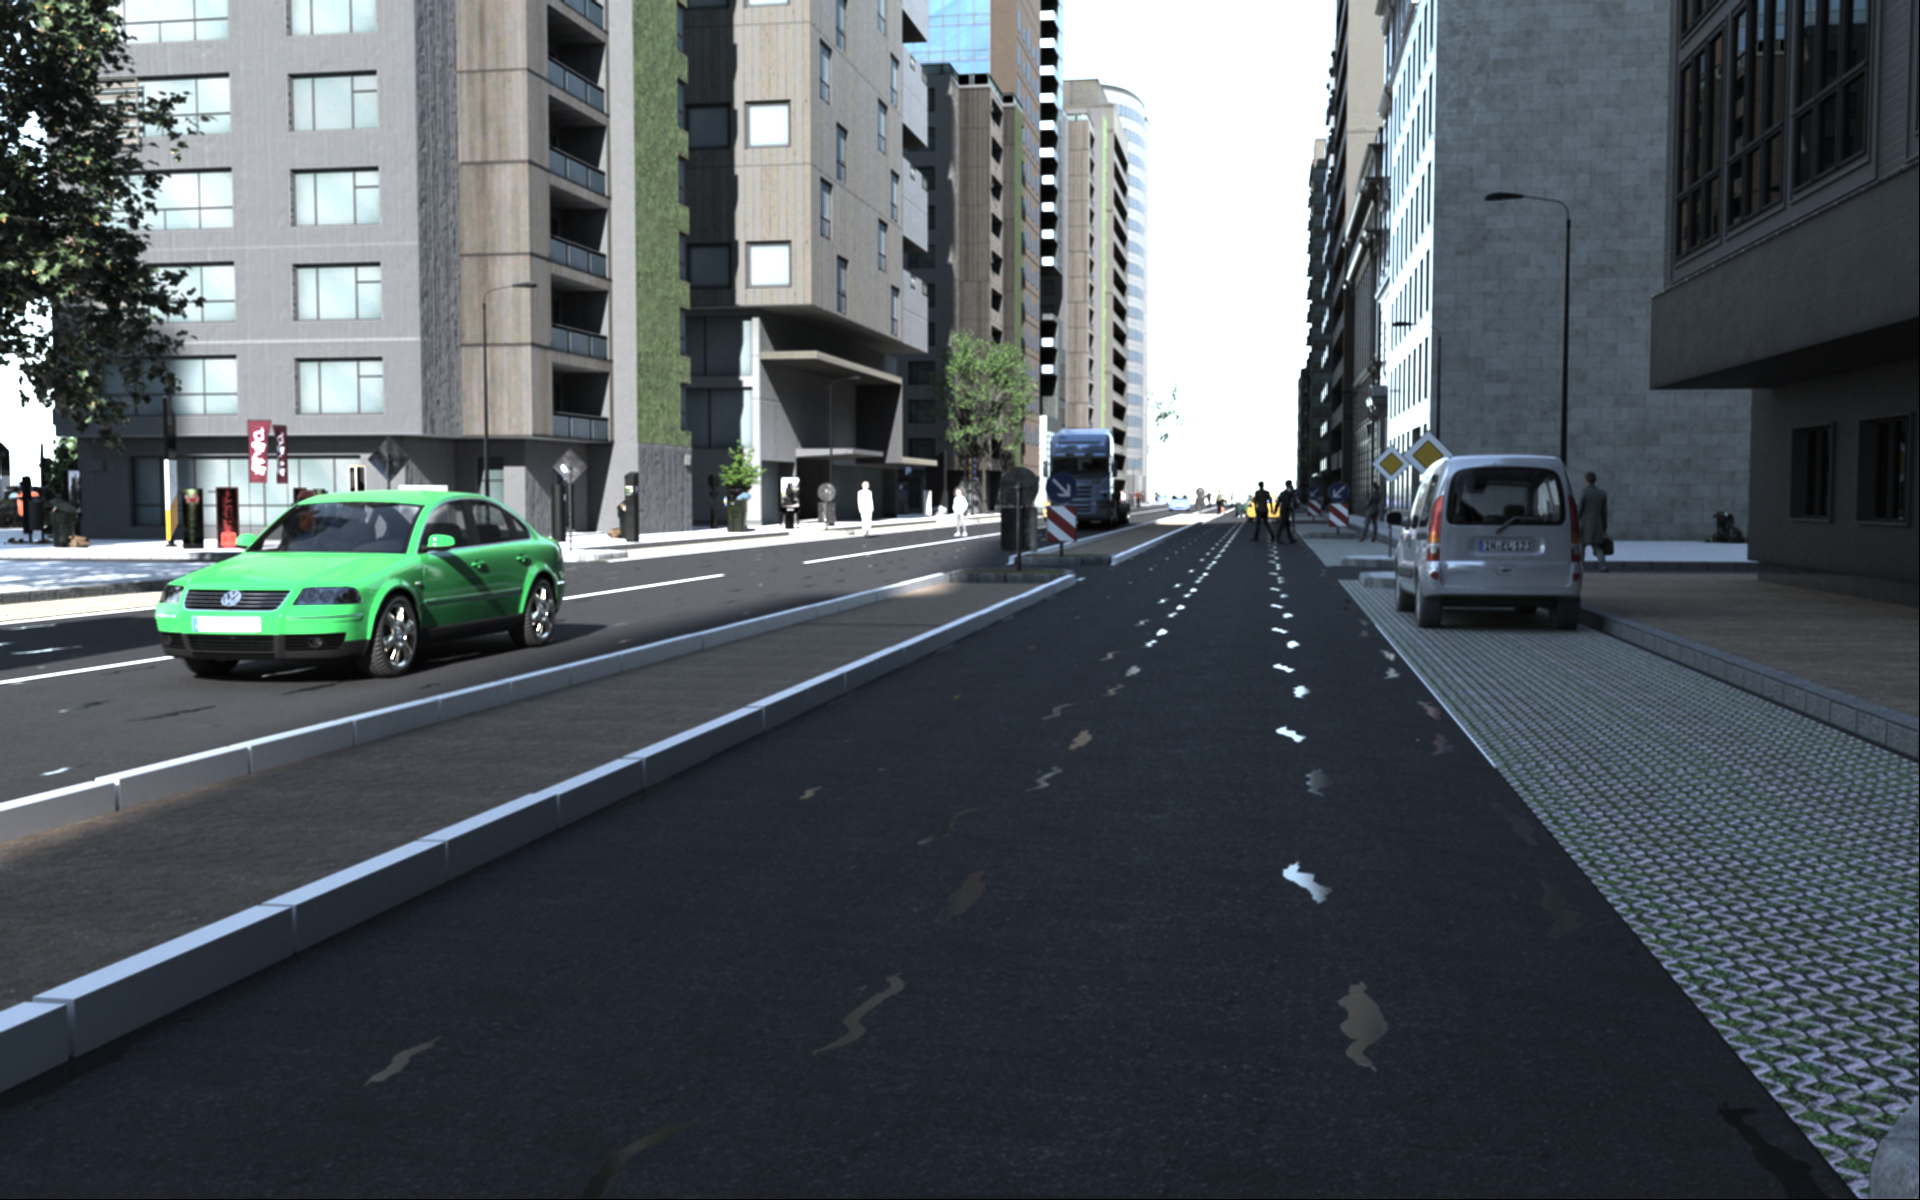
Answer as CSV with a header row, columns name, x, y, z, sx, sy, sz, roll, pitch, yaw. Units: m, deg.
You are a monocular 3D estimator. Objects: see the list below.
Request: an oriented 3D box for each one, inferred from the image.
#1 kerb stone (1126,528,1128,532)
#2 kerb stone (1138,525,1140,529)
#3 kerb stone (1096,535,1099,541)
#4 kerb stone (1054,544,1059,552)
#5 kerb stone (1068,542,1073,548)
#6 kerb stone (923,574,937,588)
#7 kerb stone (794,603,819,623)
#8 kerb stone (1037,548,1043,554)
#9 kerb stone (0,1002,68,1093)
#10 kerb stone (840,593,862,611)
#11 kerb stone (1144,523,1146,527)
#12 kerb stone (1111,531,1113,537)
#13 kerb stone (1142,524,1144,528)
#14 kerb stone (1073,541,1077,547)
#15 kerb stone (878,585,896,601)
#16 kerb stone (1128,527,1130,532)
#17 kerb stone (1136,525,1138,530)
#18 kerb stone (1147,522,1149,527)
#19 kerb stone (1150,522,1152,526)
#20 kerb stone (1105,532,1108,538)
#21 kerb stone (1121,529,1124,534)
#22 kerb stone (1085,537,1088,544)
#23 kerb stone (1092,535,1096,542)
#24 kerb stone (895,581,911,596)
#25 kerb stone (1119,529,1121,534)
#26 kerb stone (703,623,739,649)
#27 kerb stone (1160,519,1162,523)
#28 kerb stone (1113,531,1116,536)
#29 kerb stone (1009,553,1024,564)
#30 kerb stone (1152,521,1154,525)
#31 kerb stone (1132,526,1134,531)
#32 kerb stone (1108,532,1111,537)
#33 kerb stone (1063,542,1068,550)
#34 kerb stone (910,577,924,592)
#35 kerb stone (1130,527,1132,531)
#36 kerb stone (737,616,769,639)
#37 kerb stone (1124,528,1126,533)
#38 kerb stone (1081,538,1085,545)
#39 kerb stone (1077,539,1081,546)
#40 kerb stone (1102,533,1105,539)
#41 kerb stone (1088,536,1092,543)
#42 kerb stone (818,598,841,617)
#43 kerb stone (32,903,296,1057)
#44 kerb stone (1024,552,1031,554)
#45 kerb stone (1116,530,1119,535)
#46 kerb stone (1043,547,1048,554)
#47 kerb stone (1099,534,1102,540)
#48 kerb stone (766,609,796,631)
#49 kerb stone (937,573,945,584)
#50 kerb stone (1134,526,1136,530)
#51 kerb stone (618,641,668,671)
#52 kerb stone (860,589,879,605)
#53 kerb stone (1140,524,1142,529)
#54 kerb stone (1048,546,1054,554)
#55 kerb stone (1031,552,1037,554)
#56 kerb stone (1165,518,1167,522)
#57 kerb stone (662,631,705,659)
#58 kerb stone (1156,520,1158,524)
name,x,y,z,sx,sy,sz,roll,pitch,yaw
kerb stone,5.968,-2.520,63.415,0.120,0.150,1.000,1,4,10
kerb stone,7.033,-2.890,69.468,0.120,0.150,1.000,1,4,10
kerb stone,4.012,-1.842,52.311,0.120,0.150,1.000,1,4,10
kerb stone,2.225,-1.224,42.208,0.120,0.150,1.000,1,4,10
kerb stone,2.767,-1.403,45.249,0.120,0.150,1.000,1,4,10
kerb stone,-0.544,-0.263,26.504,0.120,0.150,1.000,1,4,10
kerb stone,-1.795,0.169,19.437,0.120,0.150,1.000,1,4,10
kerb stone,1.698,-1.039,39.181,0.120,0.150,1.000,1,4,10
kerb stone,-2.401,1.125,3.896,0.120,0.150,1.000,1,4,10
kerb stone,-1.425,0.045,21.456,0.120,0.150,1.000,1,4,10
kerb stone,7.565,-3.076,72.487,0.120,0.150,1.000,1,4,10
kerb stone,4.891,-2.150,57.351,0.120,0.150,1.000,1,4,10
kerb stone,7.384,-3.014,71.482,0.120,0.150,1.000,1,4,10
kerb stone,2.943,-1.472,46.255,0.120,0.150,1.000,1,4,10
kerb stone,-1.070,-0.076,23.480,0.120,0.150,1.000,1,4,10
kerb stone,6.146,-2.582,64.422,0.120,0.150,1.000,1,4,10
kerb stone,6.853,-2.828,68.462,0.120,0.150,1.000,1,4,10
kerb stone,7.924,-3.200,74.507,0.120,0.150,1.000,1,4,10
kerb stone,8.272,-3.323,76.538,0.120,0.150,1.000,1,4,10
kerb stone,4.541,-2.024,55.334,0.120,0.150,1.000,1,4,10
kerb stone,5.612,-2.398,61.400,0.120,0.150,1.000,1,4,10
kerb stone,3.470,-1.655,49.284,0.120,0.150,1.000,1,4,10
kerb stone,3.831,-1.775,51.296,0.120,0.150,1.000,1,4,10
kerb stone,-0.895,-0.136,24.487,0.120,0.150,1.000,1,4,10
kerb stone,5.434,-2.330,60.384,0.120,0.150,1.000,1,4,10
kerb stone,-2.324,0.357,16.392,0.120,0.150,1.000,1,4,10
kerb stone,9.522,-3.752,83.587,0.120,0.150,1.000,1,4,10
kerb stone,5.074,-2.211,58.365,0.120,0.150,1.000,1,4,10
kerb stone,1.150,-0.850,36.126,0.120,0.150,1.000,1,4,10
kerb stone,8.459,-3.384,77.545,0.120,0.150,1.000,1,4,10
kerb stone,6.500,-2.706,66.446,0.120,0.150,1.000,1,4,10
kerb stone,4.719,-2.088,56.340,0.120,0.150,1.000,1,4,10
kerb stone,2.581,-1.345,44.237,0.120,0.150,1.000,1,4,10
kerb stone,-0.719,-0.202,25.494,0.120,0.150,1.000,1,4,10
kerb stone,6.322,-2.644,65.428,0.120,0.150,1.000,1,4,10
kerb stone,-2.148,0.293,17.405,0.120,0.150,1.000,1,4,10
kerb stone,5.784,-2.459,62.407,0.120,0.150,1.000,1,4,10
kerb stone,3.294,-1.595,48.269,0.120,0.150,1.000,1,4,10
kerb stone,3.121,-1.529,47.262,0.120,0.150,1.000,1,4,10
kerb stone,4.365,-1.965,54.327,0.120,0.150,1.000,1,4,10
kerb stone,3.658,-1.718,50.288,0.120,0.150,1.000,1,4,10
kerb stone,-1.613,0.110,20.443,0.120,0.150,1.000,1,4,10
kerb stone,-2.220,1.058,4.902,0.120,0.150,1.000,1,4,10
kerb stone,1.334,-0.914,37.143,0.120,0.150,1.000,1,4,10
kerb stone,5.250,-2.274,59.376,0.120,0.150,1.000,1,4,10
kerb stone,1.869,-1.101,40.189,0.120,0.150,1.000,1,4,10
kerb stone,4.184,-1.904,53.319,0.120,0.150,1.000,1,4,10
kerb stone,-1.968,0.230,18.429,0.120,0.150,1.000,1,4,10
kerb stone,-0.369,-0.326,27.524,0.120,0.150,1.000,1,4,10
kerb stone,6.673,-2.764,67.453,0.120,0.150,1.000,1,4,10
kerb stone,-2.677,0.478,14.378,0.120,0.150,1.000,1,4,10
kerb stone,-1.257,-0.017,22.474,0.120,0.150,1.000,1,4,10
kerb stone,7.216,-2.953,70.473,0.120,0.150,1.000,1,4,10
kerb stone,2.044,-1.162,41.196,0.120,0.150,1.000,1,4,10
kerb stone,1.516,-0.976,38.158,0.120,0.150,1.000,1,4,10
kerb stone,10.231,-4.001,87.613,0.120,0.150,1.000,1,4,10
kerb stone,-2.510,0.416,15.386,0.120,0.150,1.000,1,4,10
kerb stone,8.982,-3.570,80.567,0.120,0.150,1.000,1,4,10
